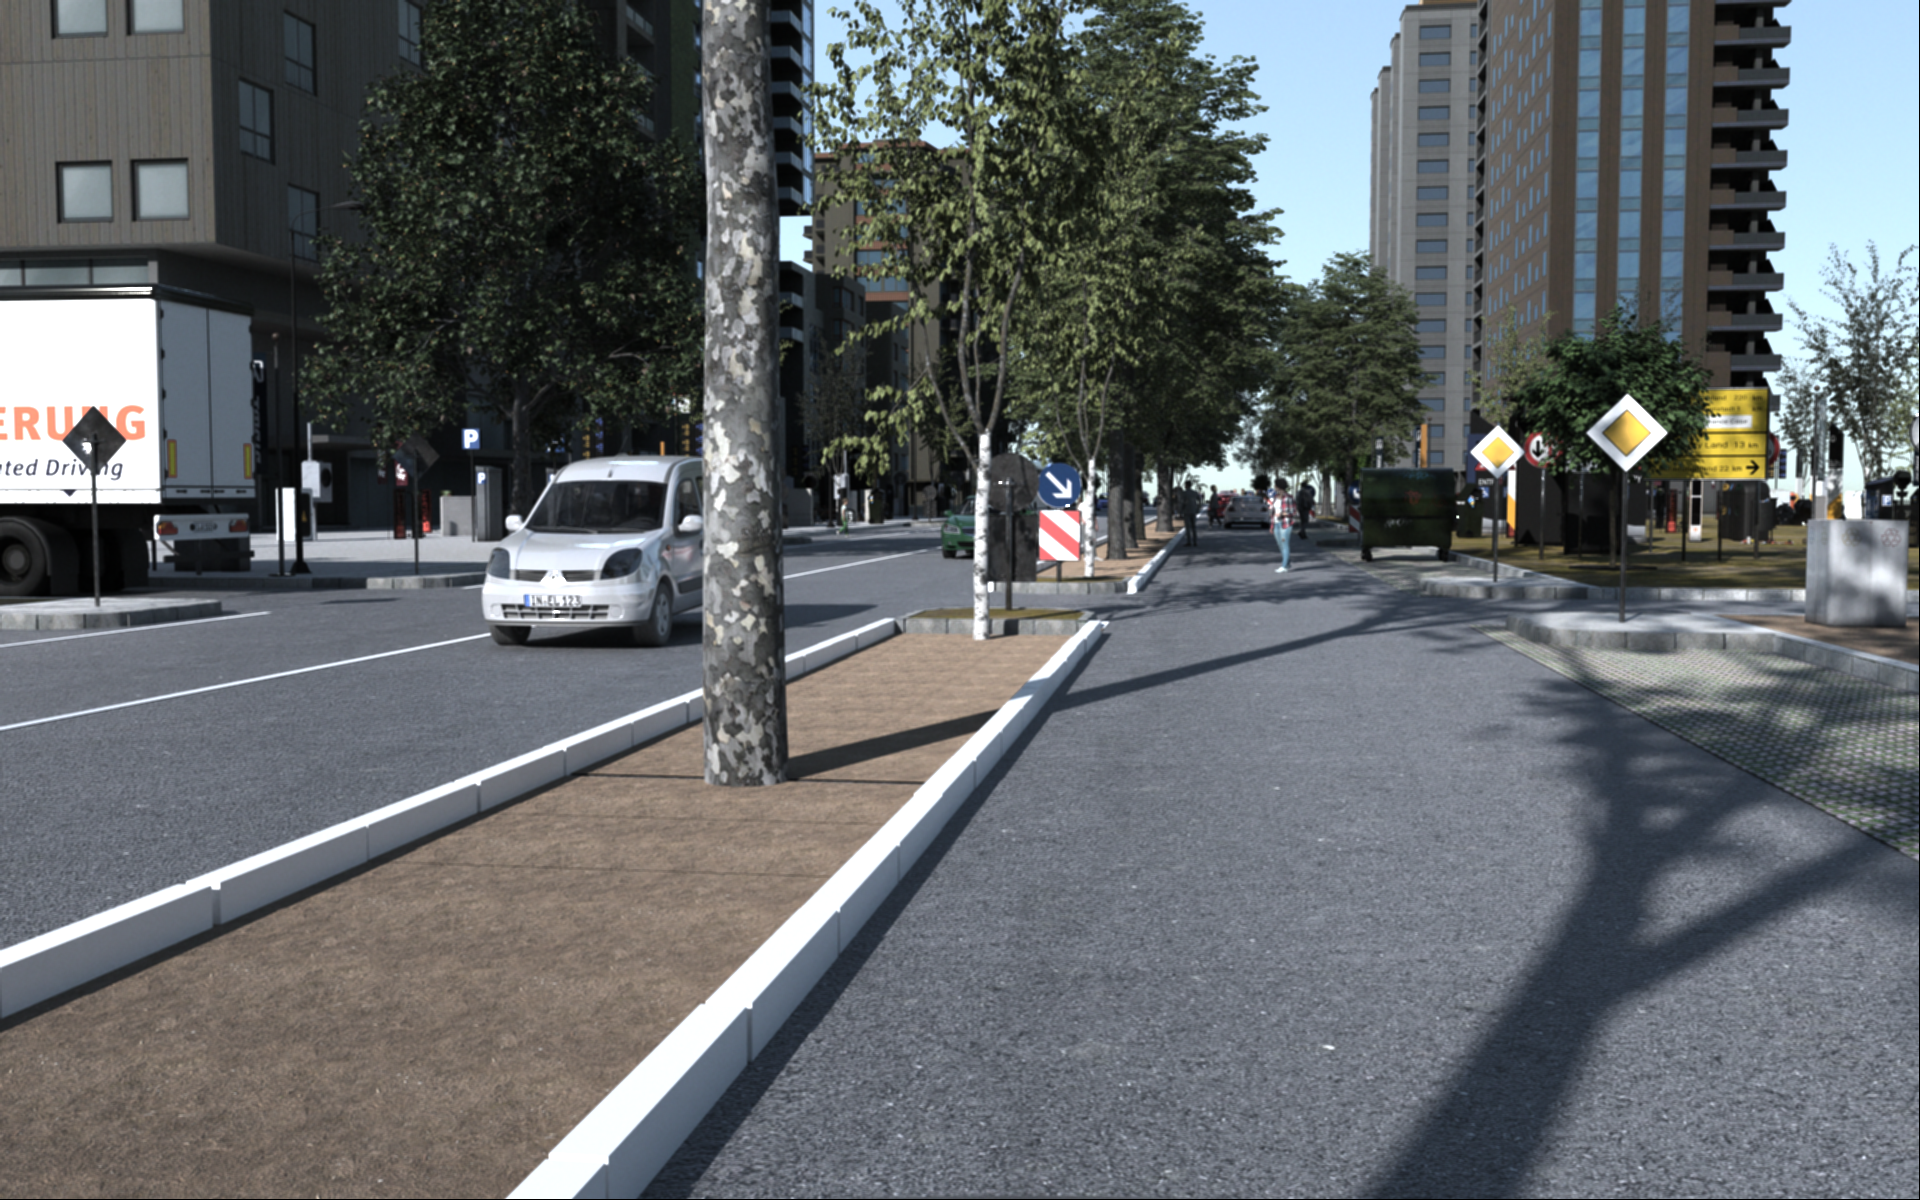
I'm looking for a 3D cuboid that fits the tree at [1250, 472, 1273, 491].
[{"bbox_3d":[42.879,-16.031,245.816,4.285,4.588,4.351,0,3,0],"label":"tree"}]

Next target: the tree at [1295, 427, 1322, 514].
[{"bbox_3d":[23.248,-9.869,111.717,4.737,8.622,4.395,0,3,0],"label":"tree"}]

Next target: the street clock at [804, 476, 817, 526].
[{"bbox_3d":[-5.962,-3.954,69.211,0.471,2.002,0.358,2,4,28],"label":"street clock"}]

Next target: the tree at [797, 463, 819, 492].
[{"bbox_3d":[-8.288,-6.031,93.203,1.663,3.219,1.824,0,3,0],"label":"tree"}]

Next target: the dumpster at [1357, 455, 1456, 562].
[{"bbox_3d":[9.426,-1.939,36.656,1.985,2.255,1.502,1,4,9],"label":"dumpster"}]

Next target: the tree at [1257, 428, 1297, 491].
[{"bbox_3d":[31.382,-13.450,170.266,4.360,8.622,3.978,0,3,0],"label":"tree"}]

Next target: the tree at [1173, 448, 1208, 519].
[{"bbox_3d":[12.542,-8.926,98.760,4.360,8.622,3.978,0,3,0],"label":"tree"}]

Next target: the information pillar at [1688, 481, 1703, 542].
[{"bbox_3d":[19.638,-2.554,46.246,0.304,2.012,0.304,1,4,15],"label":"information pillar"}]

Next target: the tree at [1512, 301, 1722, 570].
[{"bbox_3d":[11.252,-2.818,29.786,4.285,4.588,4.351,0,3,0],"label":"tree"}]

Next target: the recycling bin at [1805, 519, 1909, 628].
[{"bbox_3d":[8.778,-0.270,16.971,0.722,1.027,0.722,1,4,8],"label":"recycling bin"}]

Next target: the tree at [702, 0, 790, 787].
[{"bbox_3d":[0.011,-9.092,6.993,12.611,20.169,13.585,0,3,0],"label":"tree"}]

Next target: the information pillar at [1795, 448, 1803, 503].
[{"bbox_3d":[42.609,-5.907,87.928,0.504,3.616,0.183,-2,4,-34],"label":"information pillar"}]

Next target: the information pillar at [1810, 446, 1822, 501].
[{"bbox_3d":[38.317,-5.268,77.479,0.504,3.616,0.183,1,4,20],"label":"information pillar"}]

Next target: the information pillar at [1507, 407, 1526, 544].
[{"bbox_3d":[14.250,-3.239,44.313,0.183,3.616,0.504,-2,4,-33],"label":"information pillar"}]

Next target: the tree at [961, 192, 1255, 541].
[{"bbox_3d":[5.434,-7.640,53.130,9.928,11.665,9.643,0,3,0],"label":"tree"}]

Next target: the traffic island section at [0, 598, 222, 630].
[{"bbox_3d":[-9.869,0.153,19.778,2.009,0.180,2.903,1,4,8],"label":"traffic island section"}]

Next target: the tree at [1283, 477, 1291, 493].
[{"bbox_3d":[35.711,-11.998,190.773,1.663,3.219,1.824,0,3,0],"label":"tree"}]

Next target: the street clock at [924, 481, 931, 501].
[{"bbox_3d":[-1.820,-5.782,99.104,0.471,2.002,0.358,-1,4,-13],"label":"street clock"}]

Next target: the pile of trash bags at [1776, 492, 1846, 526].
[{"bbox_3d":[33.743,-3.701,70.265,3.447,1.369,1.912,-1,4,-16],"label":"pile of trash bags"}]

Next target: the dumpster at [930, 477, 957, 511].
[{"bbox_3d":[-1.074,-5.995,100.519,1.502,2.255,1.985,1,4,8],"label":"dumpster"}]

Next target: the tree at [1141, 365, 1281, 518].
[{"bbox_3d":[8.853,-8.342,73.265,8.767,10.594,7.601,1,4,8],"label":"tree"}]

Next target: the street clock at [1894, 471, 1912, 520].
[{"bbox_3d":[29.335,-3.020,53.947,0.471,2.002,0.358,0,4,-7],"label":"street clock"}]

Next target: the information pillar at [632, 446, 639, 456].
[{"bbox_3d":[-15.881,-5.705,84.634,0.183,3.616,0.504,3,4,36],"label":"information pillar"}]

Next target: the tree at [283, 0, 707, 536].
[{"bbox_3d":[-9.249,-7.317,36.643,9.611,12.733,9.660,0,3,0],"label":"tree"}]

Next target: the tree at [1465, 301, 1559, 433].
[{"bbox_3d":[21.216,-7.029,65.292,4.737,8.622,4.395,0,3,0],"label":"tree"}]

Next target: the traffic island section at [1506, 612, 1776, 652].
[{"bbox_3d":[6.641,0.303,17.329,2.009,0.180,2.903,1,4,8],"label":"traffic island section"}]

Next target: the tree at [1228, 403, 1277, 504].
[{"bbox_3d":[39.684,-19.203,224.335,12.009,13.543,11.850,0,3,0],"label":"tree"}]

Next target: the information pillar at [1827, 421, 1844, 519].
[{"bbox_3d":[28.132,-3.934,55.679,0.183,3.616,0.504,-2,4,-25],"label":"information pillar"}]

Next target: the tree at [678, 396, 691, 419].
[{"bbox_3d":[-7.381,-6.472,56.186,4.737,8.622,4.395,0,3,0],"label":"tree"}]

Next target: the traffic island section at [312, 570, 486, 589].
[{"bbox_3d":[-8.696,-0.330,27.677,2.009,0.180,2.903,1,4,8],"label":"traffic island section"}]

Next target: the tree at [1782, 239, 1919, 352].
[{"bbox_3d":[25.739,-6.057,49.400,4.360,8.622,3.978,0,3,0],"label":"tree"}]

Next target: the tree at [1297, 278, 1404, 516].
[{"bbox_3d":[21.609,-11.923,101.595,9.857,13.997,8.962,0,3,0],"label":"tree"}]

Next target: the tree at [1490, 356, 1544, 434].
[{"bbox_3d":[29.891,-8.616,91.240,4.360,8.622,3.978,0,3,0],"label":"tree"}]

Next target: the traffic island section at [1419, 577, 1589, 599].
[{"bbox_3d":[7.814,-0.180,25.228,2.009,0.180,2.903,1,4,8],"label":"traffic island section"}]

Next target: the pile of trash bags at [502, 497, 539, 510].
[{"bbox_3d":[-15.871,-3.450,66.159,3.447,1.369,1.912,-2,4,-31],"label":"pile of trash bags"}]

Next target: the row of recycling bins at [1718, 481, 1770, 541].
[{"bbox_3d":[21.934,-2.525,48.396,1.069,1.692,3.534,1,4,16],"label":"row of recycling bins"}]

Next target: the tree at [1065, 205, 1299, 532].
[{"bbox_3d":[7.675,-9.499,64.428,9.857,13.997,8.962,0,3,0],"label":"tree"}]

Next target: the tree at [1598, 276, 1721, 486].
[{"bbox_3d":[23.618,-6.673,59.463,4.360,8.622,3.978,0,3,0],"label":"tree"}]

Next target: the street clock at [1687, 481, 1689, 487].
[{"bbox_3d":[28.715,-3.878,67.970,0.471,2.002,0.358,-2,4,-27],"label":"street clock"}]

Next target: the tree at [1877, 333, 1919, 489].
[{"bbox_3d":[42.290,-7.670,75.762,4.737,8.622,4.395,0,3,0],"label":"tree"}]

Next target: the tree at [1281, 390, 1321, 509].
[{"bbox_3d":[28.407,-12.857,144.627,7.601,10.594,8.767,1,4,19],"label":"tree"}]

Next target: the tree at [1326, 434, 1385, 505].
[{"bbox_3d":[20.133,-6.360,87.707,4.285,4.588,4.351,0,3,0],"label":"tree"}]

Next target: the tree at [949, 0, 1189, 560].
[{"bbox_3d":[3.439,-7.111,36.857,7.486,12.596,7.792,0,3,0],"label":"tree"}]

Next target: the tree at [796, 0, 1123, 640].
[{"bbox_3d":[0.205,-3.922,16.948,4.737,8.622,4.395,0,3,0],"label":"tree"}]

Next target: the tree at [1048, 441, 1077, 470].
[{"bbox_3d":[10.558,-13.918,177.914,4.360,8.622,3.978,0,3,0],"label":"tree"}]

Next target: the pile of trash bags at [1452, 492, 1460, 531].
[{"bbox_3d":[17.096,-3.083,60.166,3.447,1.369,1.912,0,4,0],"label":"pile of trash bags"}]

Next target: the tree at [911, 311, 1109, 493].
[{"bbox_3d":[1.570,-12.455,114.004,12.009,13.543,11.850,0,3,0],"label":"tree"}]

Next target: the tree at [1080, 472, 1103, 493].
[{"bbox_3d":[16.151,-14.228,216.343,4.285,4.588,4.351,0,3,0],"label":"tree"}]

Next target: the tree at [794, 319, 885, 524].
[{"bbox_3d":[-5.168,-7.522,73.341,4.360,8.622,3.978,0,3,0],"label":"tree"}]

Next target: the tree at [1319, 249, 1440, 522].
[{"bbox_3d":[18.565,-9.945,80.728,7.486,12.596,7.792,0,3,0],"label":"tree"}]

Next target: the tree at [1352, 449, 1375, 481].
[{"bbox_3d":[17.091,-4.822,73.435,1.663,3.219,1.824,0,3,0],"label":"tree"}]

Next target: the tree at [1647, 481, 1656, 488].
[{"bbox_3d":[31.753,-8.041,81.828,4.737,8.622,4.395,0,3,0],"label":"tree"}]

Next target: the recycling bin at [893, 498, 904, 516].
[{"bbox_3d":[-3.495,-5.417,101.122,0.722,1.027,0.722,-1,4,-11],"label":"recycling bin"}]
